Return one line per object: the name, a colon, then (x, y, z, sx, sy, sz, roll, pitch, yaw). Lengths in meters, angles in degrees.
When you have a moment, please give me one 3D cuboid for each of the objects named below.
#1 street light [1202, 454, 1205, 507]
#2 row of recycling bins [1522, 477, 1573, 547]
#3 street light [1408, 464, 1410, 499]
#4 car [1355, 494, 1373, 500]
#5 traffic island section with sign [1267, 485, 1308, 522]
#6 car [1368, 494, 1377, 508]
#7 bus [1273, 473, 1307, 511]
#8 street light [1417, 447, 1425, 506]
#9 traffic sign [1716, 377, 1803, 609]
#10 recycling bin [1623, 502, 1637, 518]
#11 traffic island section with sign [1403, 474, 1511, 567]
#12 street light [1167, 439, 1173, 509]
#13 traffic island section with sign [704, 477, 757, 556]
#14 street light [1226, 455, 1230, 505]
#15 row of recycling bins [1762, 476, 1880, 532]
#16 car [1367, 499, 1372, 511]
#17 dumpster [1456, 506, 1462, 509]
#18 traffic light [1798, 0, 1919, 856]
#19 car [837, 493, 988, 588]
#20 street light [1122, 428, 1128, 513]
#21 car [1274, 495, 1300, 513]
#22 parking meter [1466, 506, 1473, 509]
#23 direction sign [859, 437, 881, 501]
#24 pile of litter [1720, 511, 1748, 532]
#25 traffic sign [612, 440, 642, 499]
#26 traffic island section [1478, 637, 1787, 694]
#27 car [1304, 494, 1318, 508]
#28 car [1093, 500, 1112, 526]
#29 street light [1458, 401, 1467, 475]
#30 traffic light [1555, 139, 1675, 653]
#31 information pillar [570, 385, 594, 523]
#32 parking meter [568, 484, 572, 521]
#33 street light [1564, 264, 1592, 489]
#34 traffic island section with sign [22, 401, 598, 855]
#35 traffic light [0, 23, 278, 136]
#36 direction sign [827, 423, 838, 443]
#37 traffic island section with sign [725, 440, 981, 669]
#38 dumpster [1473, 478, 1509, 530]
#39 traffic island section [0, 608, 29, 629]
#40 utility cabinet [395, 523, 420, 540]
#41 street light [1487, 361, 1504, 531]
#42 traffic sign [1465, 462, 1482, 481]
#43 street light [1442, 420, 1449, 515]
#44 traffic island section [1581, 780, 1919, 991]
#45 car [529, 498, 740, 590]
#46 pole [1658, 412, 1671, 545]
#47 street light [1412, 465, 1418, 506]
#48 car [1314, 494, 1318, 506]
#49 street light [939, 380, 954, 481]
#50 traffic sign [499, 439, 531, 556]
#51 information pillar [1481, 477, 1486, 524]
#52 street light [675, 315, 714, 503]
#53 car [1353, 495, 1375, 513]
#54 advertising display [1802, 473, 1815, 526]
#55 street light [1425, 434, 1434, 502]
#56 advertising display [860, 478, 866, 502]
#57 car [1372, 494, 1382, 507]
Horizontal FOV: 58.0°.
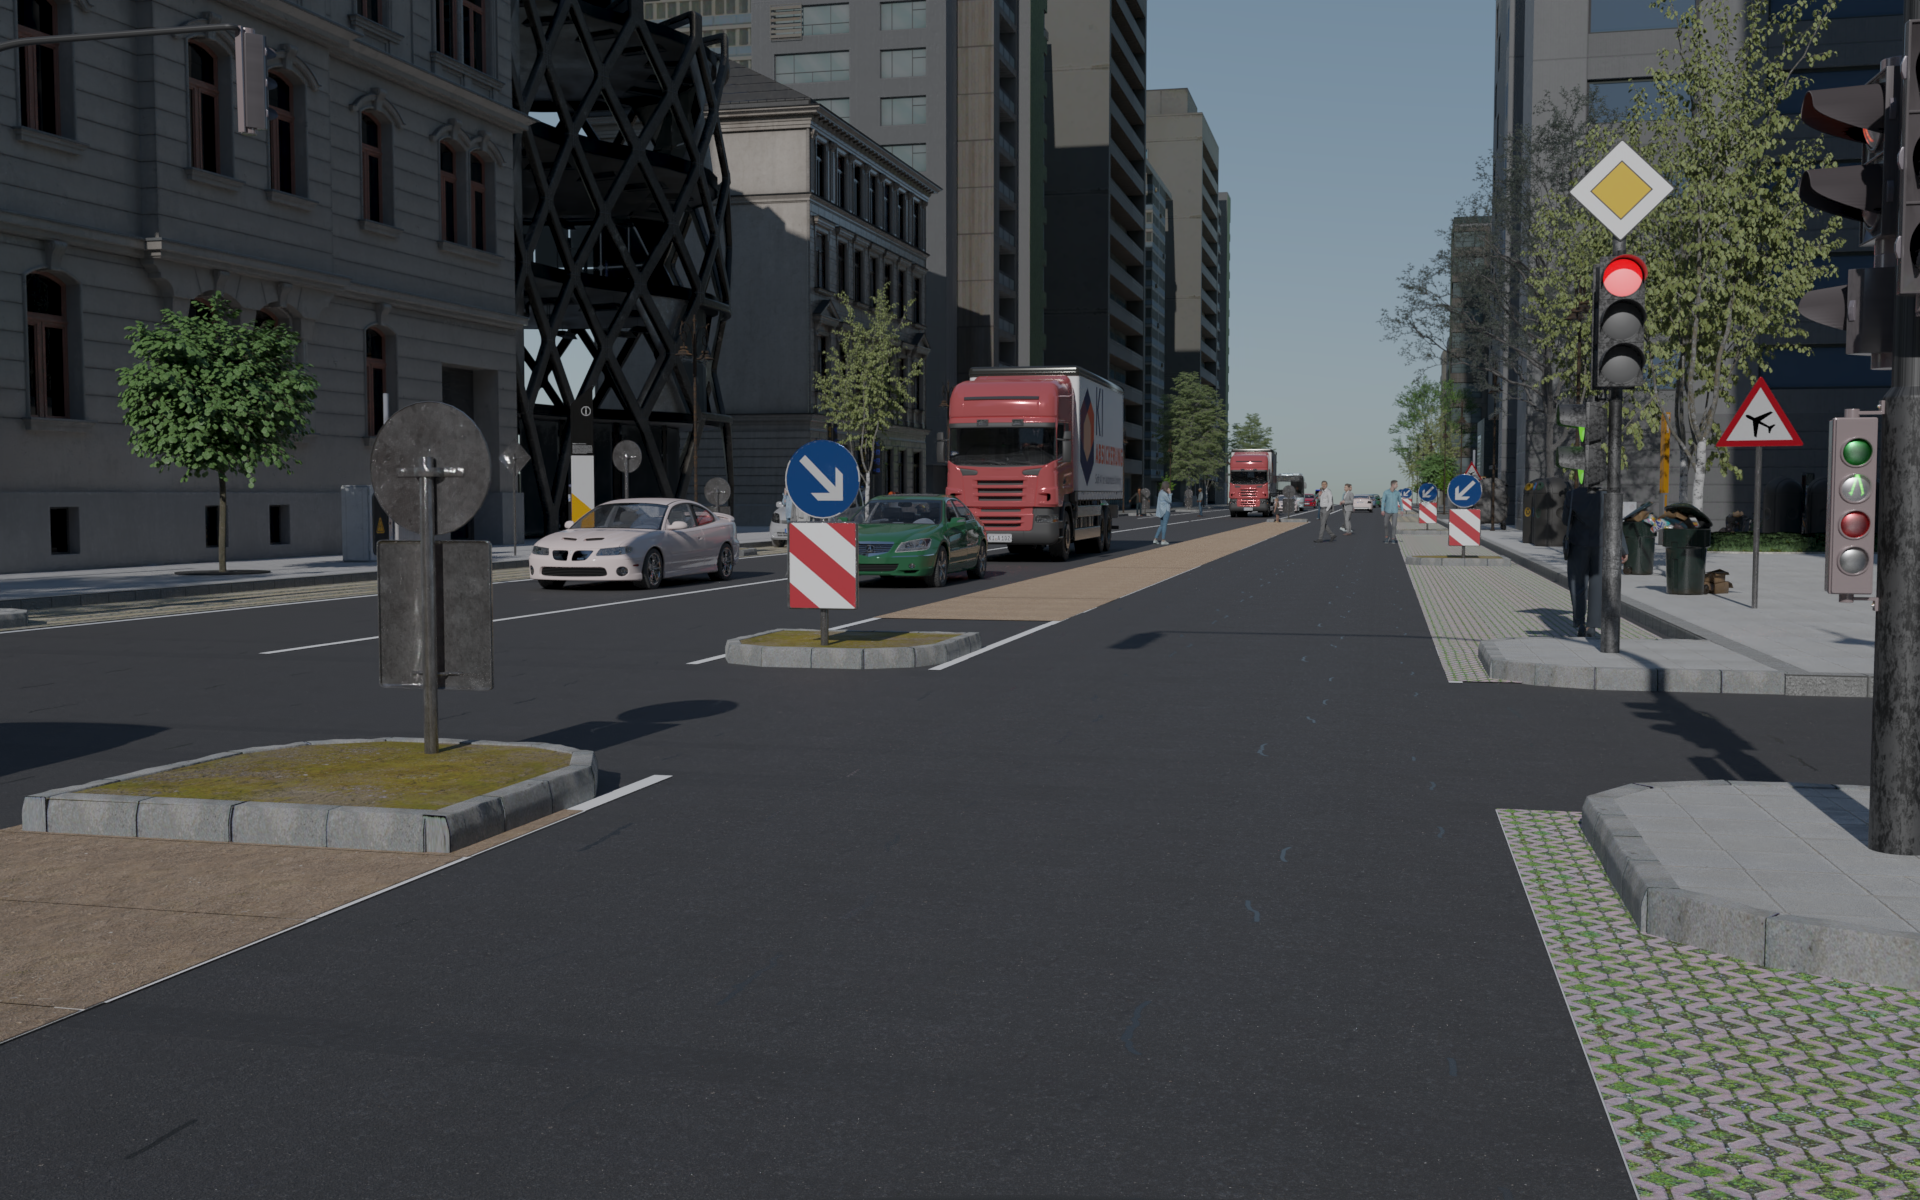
street light: (24.521, -12.314, 174.113, 0.468, 5.910, 1.993, 1, 4, 14)
row of recycling bins: (14.881, -2.242, 43.765, 1.069, 1.692, 3.534, 1, 4, 12)
street light: (56.300, -14.847, 215.530, 0.468, 5.910, 1.993, 1, 4, 14)
car: (36.271, -8.972, 156.482, 2.009, 1.686, 4.222, 1, 4, 13)
traffic island section with sign: (16.709, -4.898, 88.218, 2.006, 1.907, 1.989, 1, 4, 14)
car: (42.026, -10.196, 178.712, 2.014, 1.417, 4.499, 1, 4, 12)
bus: (27.983, -9.318, 147.215, 2.948, 3.499, 13.247, 1, 4, 12)
street light: (42.792, -11.452, 160.034, 0.468, 5.910, 1.993, 1, 4, 14)
traffic sign: (8.907, -1.183, 19.342, 0.884, 2.594, 0.081, 1, 4, 22)
recycling bin: (21.488, -2.677, 56.323, 0.722, 1.027, 0.722, -1, 4, -8)
traffic island section with sign: (10.090, -1.622, 35.152, 1.989, 1.847, 2.006, 1, 4, 14)
street light: (17.606, -10.531, 144.973, 0.468, 5.910, 1.993, 1, 4, 14)
traffic island section with sign: (-5.818, -1.936, 40.275, 1.989, 1.847, 2.006, 1, 4, 14)
street light: (30.898, -13.884, 199.784, 0.468, 5.910, 1.993, 1, 4, 14)
row of recycling bins: (20.634, -2.030, 40.302, 3.534, 1.692, 1.069, 1, 4, 15)
car: (33.724, -8.183, 146.151, 2.083, 1.381, 4.827, 1, 4, 13)
dumpster: (22.325, -4.284, 75.810, 1.264, 1.857, 1.865, 1, 4, 13)
traffic light: (1.308, -1.947, 6.504, 4.771, 5.953, 1.251, 1, 4, 14)
car: (-0.798, -1.003, 28.198, 2.131, 1.459, 4.920, 1, 4, 13)
street light: (11.243, -8.941, 118.977, 0.468, 5.910, 1.993, 1, 4, 14)
car: (25.160, -7.407, 133.467, 2.083, 1.381, 4.827, 1, 4, 14)
parking meter: (20.021, -3.658, 68.214, 0.372, 1.533, 0.369, 0, 3, 0)
direction sign: (-3.597, -4.722, 69.196, 0.876, 3.537, 0.379, -1, 4, -20)
pile of litter: (19.796, -1.874, 44.610, 1.176, 0.858, 1.719, -1, 4, -9)
traffic sign: (-7.880, -2.498, 40.944, 0.768, 2.556, 0.104, 1, 4, 18)
traffic island section: (5.282, 0.505, 14.017, 2.009, 0.180, 2.903, 1, 4, 14)
car: (34.828, -10.069, 173.668, 2.155, 1.783, 4.494, 1, 4, 13)
car: (4.955, -3.545, 69.756, 2.131, 1.459, 4.920, 1, 4, 15)
street light: (24.835, -6.914, 85.824, 0.468, 5.910, 1.993, 1, 4, 14)
traffic light: (5.246, -1.528, 13.912, 0.839, 4.253, 0.868, 1, 4, 14)
information pillar: (-8.134, -2.815, 37.387, 0.504, 3.616, 0.183, -1, 4, -15)
parking meter: (-9.304, -2.056, 42.019, 0.372, 1.533, 0.369, 0, 3, 0)
street light: (12.291, -3.771, 34.449, 0.468, 5.910, 1.993, 1, 4, 14)
traffic island section with sign: (-2.761, 0.009, 7.993, 2.006, 1.907, 1.989, 1, 4, 14)
traffic light: (-9.140, -2.614, 17.411, 4.771, 5.953, 1.251, 1, 4, 14)
direction sign: (-4.081, -3.876, 55.369, 0.379, 3.537, 0.876, 1, 4, 17)
traffic island section with sign: (-1.005, -0.431, 15.189, 2.006, 1.907, 1.989, 1, 4, 14)
dumpster: (19.029, -3.448, 62.137, 1.264, 1.857, 1.865, 1, 4, 14)
traffic island section: (-11.230, 0.261, 18.014, 2.009, 0.180, 2.903, 1, 4, 14)
utility cabinet: (-11.719, -1.557, 36.612, 0.306, 1.237, 1.020, 1, 4, 13)
street light: (18.550, -5.343, 60.139, 0.468, 5.910, 1.993, 1, 4, 14)
traffic sign: (20.882, -4.326, 70.732, 0.884, 2.594, 0.081, 1, 4, 14)
street light: (30.304, -8.285, 108.239, 0.468, 5.910, 1.993, 1, 4, 14)
traffic island section: (3.399, 0.980, 6.256, 2.009, 0.180, 2.903, 1, 4, 14)
car: (-5.086, -0.933, 27.614, 2.083, 1.381, 4.827, 1, 4, 15)
pole: (17.583, -3.021, 43.233, 0.158, 3.312, 0.155, 0, 3, 0)
street light: (49.977, -13.239, 189.240, 0.468, 5.910, 1.993, 1, 4, 14)
car: (42.583, -12.345, 210.638, 1.959, 1.807, 4.718, 1, 4, 15)
street light: (-0.475, -5.976, 70.495, 0.468, 5.910, 1.993, 1, 4, 14)
traffic sign: (-9.274, -2.132, 36.051, 0.795, 2.450, 0.064, 1, 4, 22)
information pillar: (22.180, -4.241, 73.829, 0.304, 2.012, 0.304, -3, 5, -44)
street light: (-6.849, -4.406, 44.833, 0.468, 5.910, 1.993, 1, 4, 14)
car: (31.199, -7.491, 134.832, 2.083, 1.381, 4.827, 1, 4, 14)
advertising display: (25.599, -2.881, 52.312, 0.123, 1.923, 0.974, 3, 5, 40)
street light: (36.463, -9.870, 134.155, 0.468, 5.910, 1.993, 1, 4, 14)
advertising display: (-4.103, -4.021, 70.952, 0.974, 1.923, 0.123, -3, 4, -37)
car: (44.910, -10.801, 188.386, 2.131, 1.459, 4.920, 1, 4, 15)
